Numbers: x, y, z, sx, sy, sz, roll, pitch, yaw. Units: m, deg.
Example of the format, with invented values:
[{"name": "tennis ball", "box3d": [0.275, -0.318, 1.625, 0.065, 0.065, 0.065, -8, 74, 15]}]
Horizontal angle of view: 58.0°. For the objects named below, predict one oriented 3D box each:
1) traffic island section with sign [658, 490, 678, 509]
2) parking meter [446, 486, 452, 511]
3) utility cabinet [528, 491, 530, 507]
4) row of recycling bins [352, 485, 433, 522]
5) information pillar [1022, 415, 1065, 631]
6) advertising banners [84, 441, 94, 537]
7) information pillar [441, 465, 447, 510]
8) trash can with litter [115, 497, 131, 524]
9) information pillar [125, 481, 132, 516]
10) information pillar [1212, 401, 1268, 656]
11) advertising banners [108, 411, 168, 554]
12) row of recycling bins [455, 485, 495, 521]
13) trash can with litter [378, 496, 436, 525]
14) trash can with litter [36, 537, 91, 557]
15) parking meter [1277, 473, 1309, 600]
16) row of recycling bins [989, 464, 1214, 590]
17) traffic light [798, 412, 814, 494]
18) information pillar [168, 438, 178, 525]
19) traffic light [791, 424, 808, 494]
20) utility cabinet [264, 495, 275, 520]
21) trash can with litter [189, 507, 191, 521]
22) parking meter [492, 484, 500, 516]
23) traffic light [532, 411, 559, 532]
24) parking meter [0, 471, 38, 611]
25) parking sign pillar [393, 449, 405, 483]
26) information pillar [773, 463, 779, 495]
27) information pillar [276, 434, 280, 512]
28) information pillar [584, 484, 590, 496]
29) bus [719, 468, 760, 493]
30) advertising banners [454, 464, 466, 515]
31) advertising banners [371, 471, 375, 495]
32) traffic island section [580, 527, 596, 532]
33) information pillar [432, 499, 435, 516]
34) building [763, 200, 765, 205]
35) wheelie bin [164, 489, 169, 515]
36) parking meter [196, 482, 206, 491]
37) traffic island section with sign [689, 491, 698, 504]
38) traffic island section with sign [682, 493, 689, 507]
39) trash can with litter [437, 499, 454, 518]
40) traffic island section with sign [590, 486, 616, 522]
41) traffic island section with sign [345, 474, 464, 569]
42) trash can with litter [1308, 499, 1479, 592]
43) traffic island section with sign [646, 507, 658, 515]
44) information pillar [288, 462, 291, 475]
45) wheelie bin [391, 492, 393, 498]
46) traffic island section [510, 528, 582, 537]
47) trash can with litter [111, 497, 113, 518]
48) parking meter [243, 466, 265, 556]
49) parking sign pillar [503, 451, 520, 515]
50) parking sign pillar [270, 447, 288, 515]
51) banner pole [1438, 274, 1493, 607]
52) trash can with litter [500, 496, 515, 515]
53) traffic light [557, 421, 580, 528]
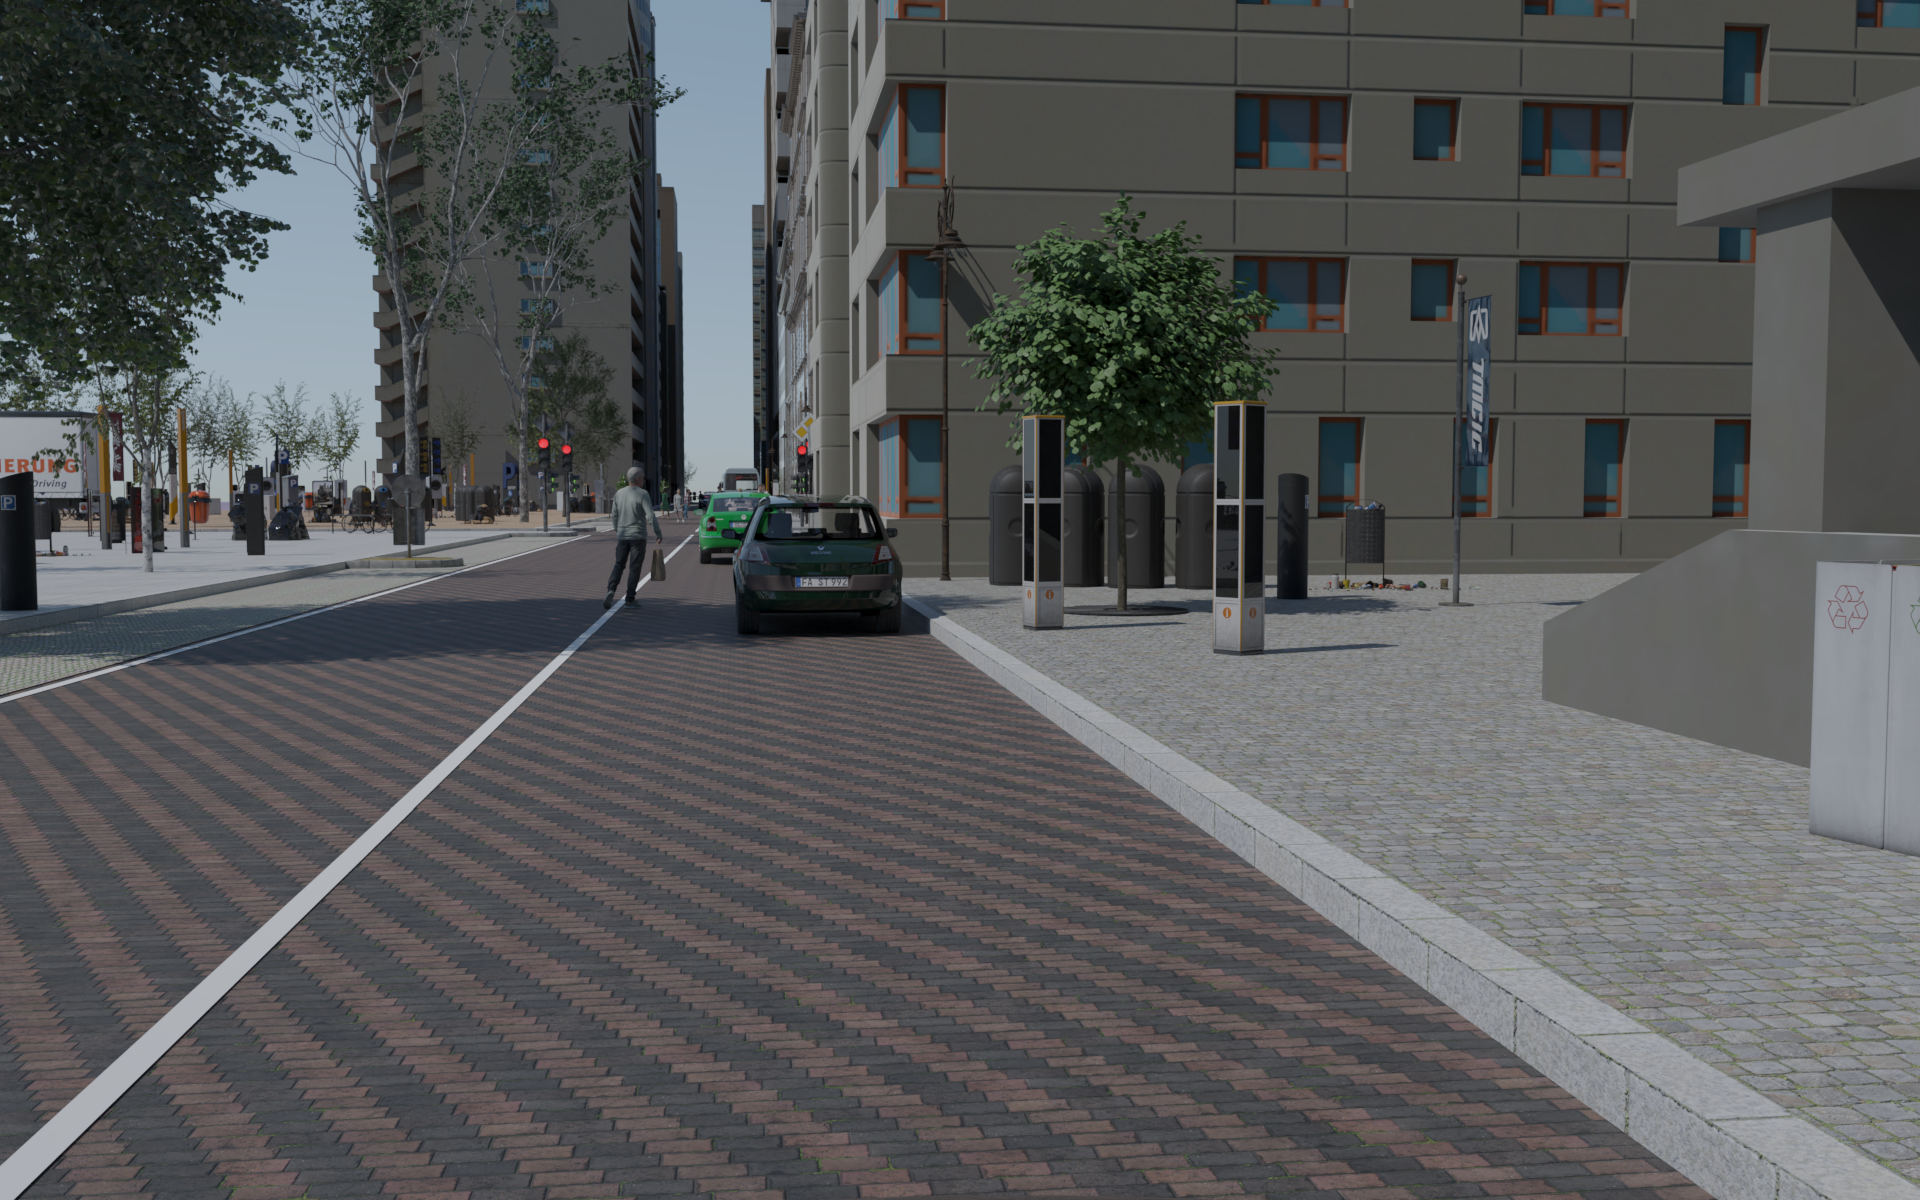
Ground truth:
[{"name": "traffic island section with sign", "box3d": [-27.800, -9.555, 164.858, 1.989, 1.847, 2.006, 0, 4, -7]}, {"name": "parking meter", "box3d": [-39.129, -7.758, 132.549, 0.255, 1.863, 0.399, 1, 4, 21]}, {"name": "utility cabinet", "box3d": [-35.179, -7.986, 139.257, 1.173, 1.500, 0.318, 1, 4, 16]}, {"name": "row of recycling bins", "box3d": [-26.356, -4.483, 80.408, 3.534, 1.692, 1.069, -1, 4, -22]}, {"name": "information pillar", "box3d": [0.787, -0.726, 16.357, 0.304, 2.012, 0.304, -1, 4, -23]}, {"name": "advertising banners", "box3d": [-26.238, -3.421, 52.125, 0.090, 3.025, 2.074, -1, 4, -22]}, {"name": "information pillar", "box3d": [-41.280, -9.005, 138.591, 0.504, 3.616, 0.183, -1, 4, -20]}, {"name": "trash can with litter", "box3d": [-36.337, -3.919, 75.467, 1.055, 1.170, 0.624, 3, 5, 41]}, {"name": "information pillar", "box3d": [-47.749, -5.813, 99.538, 0.304, 2.012, 0.304, -2, 4, -34]}, {"name": "information pillar", "box3d": [2.236, -0.572, 13.849, 0.304, 2.012, 0.304, -3, 5, -41]}, {"name": "advertising banners", "box3d": [-17.796, -2.525, 37.479, 0.090, 3.025, 2.074, 0, 4, 6]}, {"name": "row of recycling bins", "box3d": [-22.980, -4.573, 81.880, 1.069, 1.692, 3.534, -2, 4, -35]}, {"name": "trash can with litter", "box3d": [-23.308, -3.747, 72.324, 2.233, 1.210, 1.678, -2, 4, -32]}, {"name": "trash can with litter", "box3d": [-19.362, -1.510, 35.749, 2.233, 1.210, 1.678, 0, 4, 0]}, {"name": "parking meter", "box3d": [4.072, -0.781, 21.185, 0.372, 1.533, 0.369, 0, 3, 0]}, {"name": "row of recycling bins", "box3d": [2.060, -1.032, 23.978, 3.534, 1.692, 1.069, 1, 4, 21]}, {"name": "traffic light", "box3d": [-5.149, -4.321, 59.572, 0.839, 4.253, 0.868, 0, 4, -7]}, {"name": "information pillar", "box3d": [-33.081, -4.981, 72.792, 0.183, 3.616, 0.504, 1, 4, 9]}, {"name": "traffic light", "box3d": [-6.175, -4.806, 67.491, 0.839, 4.253, 0.868, 0, 4, -7]}, {"name": "utility cabinet", "box3d": [-34.765, -4.631, 86.882, 1.020, 1.237, 0.306, 3, 5, 40]}, {"name": "trash can with litter", "box3d": [-36.640, -4.362, 82.702, 1.055, 1.170, 0.624, -1, 4, -11]}, {"name": "parking meter", "box3d": [-27.564, -5.951, 103.002, 0.399, 1.863, 0.255, 1, 4, 16]}, {"name": "traffic light", "box3d": [-13.985, -4.250, 58.416, 0.839, 4.253, 0.868, 0, 4, -7]}, {"name": "parking meter", "box3d": [-10.417, -0.655, 19.127, 0.372, 1.533, 0.369, 0, 3, 0]}, {"name": "parking sign pillar", "box3d": [-33.131, -6.964, 102.332, 1.447, 3.967, 1.447, 0, 4, -5]}, {"name": "information pillar", "box3d": [-13.713, -8.418, 128.993, 0.504, 3.616, 0.183, 2, 4, 26]}, {"name": "information pillar", "box3d": [-26.446, -4.636, 67.153, 0.183, 3.616, 0.504, -1, 4, -18]}, {"name": "information pillar", "box3d": [-27.636, -7.571, 128.277, 0.304, 2.012, 0.304, 3, 5, 40]}, {"name": "bus", "box3d": [-16.383, -8.192, 128.799, 2.948, 3.499, 13.247, -1, 4, -8]}, {"name": "advertising banners", "box3d": [-29.302, -6.446, 101.583, 0.090, 3.025, 2.074, -2, 4, -35]}, {"name": "advertising banners", "box3d": [-44.673, -8.251, 131.087, 0.090, 3.025, 2.074, -3, 5, -41]}, {"name": "traffic island section", "box3d": [-15.051, -2.702, 66.465, 2.009, 0.180, 2.903, 0, 4, -7]}, {"name": "information pillar", "box3d": [-30.616, -5.869, 100.448, 0.304, 2.012, 0.304, -2, 4, -25]}, {"name": "building", "box3d": [-20.614, -39.838, 270.966, 23.786, 49.044, 30.456, 0, 4, -7]}, {"name": "wheelie bin", "box3d": [-48.974, -6.029, 106.475, 0.693, 1.594, 0.980, 2, 4, 35]}, {"name": "parking meter", "box3d": [-38.107, -4.972, 87.005, 0.399, 1.863, 0.255, 1, 4, 13]}, {"name": "traffic island section with sign", "box3d": [-38.429, -14.576, 246.946, 1.989, 1.847, 2.006, 0, 4, -7]}, {"name": "traffic island section with sign", "box3d": [-31.259, -11.190, 191.591, 1.989, 1.847, 2.006, 0, 4, -7]}, {"name": "trash can with litter", "box3d": [-27.784, -5.039, 93.439, 1.678, 1.210, 2.233, 1, 4, 23]}, {"name": "traffic island section with sign", "box3d": [-17.997, -4.927, 89.181, 1.989, 1.847, 2.006, 0, 4, -7]}, {"name": "traffic island section with sign", "box3d": [-10.866, -1.555, 34.048, 1.989, 1.847, 2.006, 0, 4, -7]}, {"name": "trash can with litter", "box3d": [5.863, -0.752, 23.357, 2.233, 1.210, 1.678, 1, 4, 13]}, {"name": "traffic island section with sign", "box3d": [-21.467, -6.562, 115.913, 1.989, 1.847, 2.006, 0, 4, -7]}, {"name": "information pillar", "box3d": [-48.938, -8.246, 126.180, 0.183, 3.616, 0.504, 3, 5, 41]}, {"name": "wheelie bin", "box3d": [-45.346, -7.911, 137.249, 0.980, 1.594, 0.693, 3, 5, 43]}, {"name": "traffic island section", "box3d": [-14.026, -2.218, 58.546, 2.009, 0.180, 2.903, 0, 4, -7]}, {"name": "trash can with litter", "box3d": [-49.375, -5.386, 99.125, 1.678, 1.210, 2.233, 0, 4, 2]}, {"name": "parking meter", "box3d": [-14.769, -1.866, 36.225, 0.399, 1.863, 0.255, -1, 4, -22]}, {"name": "parking sign pillar", "box3d": [-27.785, -7.280, 107.504, 1.447, 3.967, 1.447, 2, 4, 34]}, {"name": "parking sign pillar", "box3d": [-38.559, -6.702, 98.045, 1.447, 3.967, 1.447, 0, 4, 4]}, {"name": "banner pole", "box3d": [5.757, -1.807, 19.568, 0.401, 3.779, 0.863, -1, 4, -14]}, {"name": "trash can with litter", "box3d": [-27.397, -5.684, 104.313, 0.624, 1.170, 1.055, 3, 4, 37]}, {"name": "traffic light", "box3d": [-15.010, -4.735, 66.335, 0.839, 4.253, 0.868, 0, 4, -7]}]
